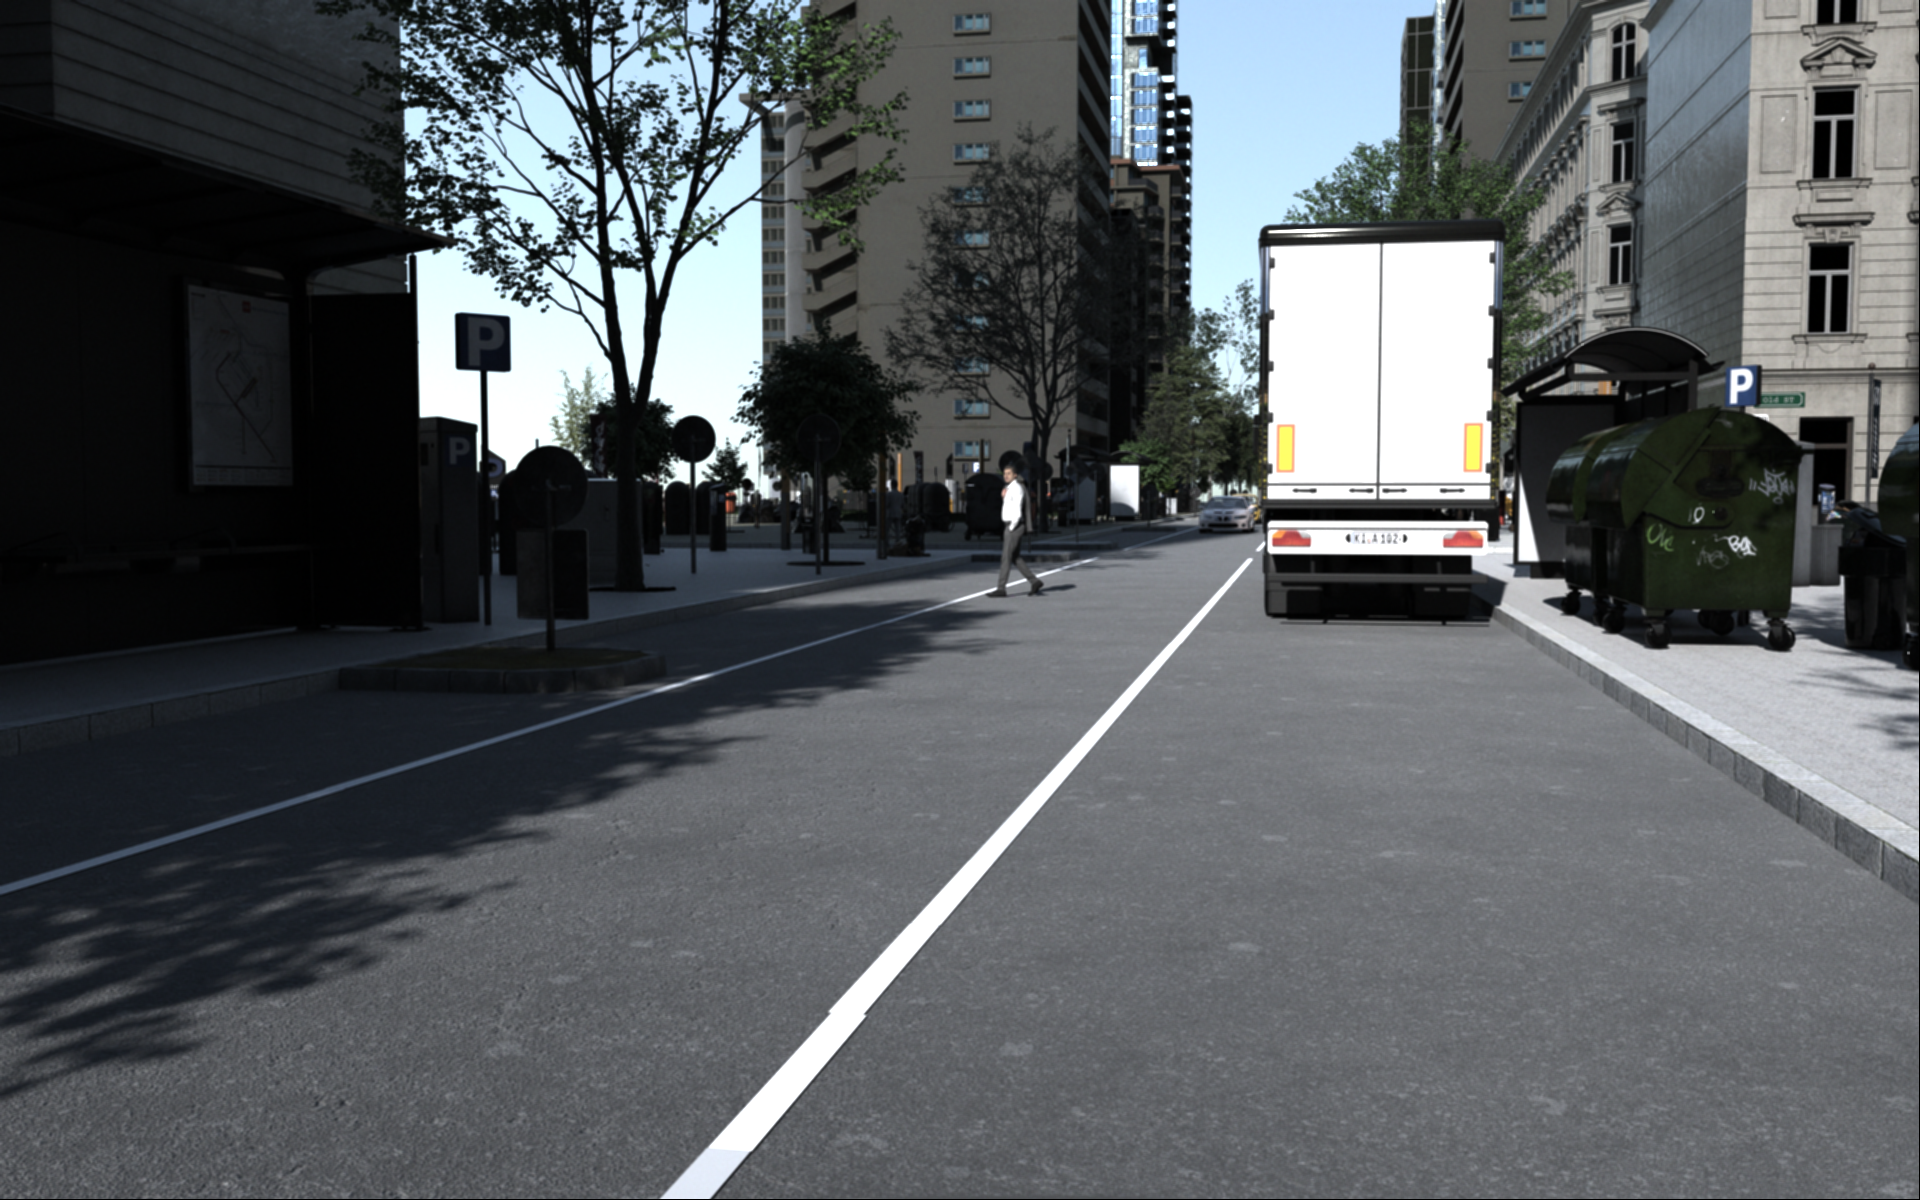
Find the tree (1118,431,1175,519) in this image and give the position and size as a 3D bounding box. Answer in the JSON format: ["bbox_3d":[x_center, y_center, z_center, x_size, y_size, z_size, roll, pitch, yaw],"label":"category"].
[{"bbox_3d":[9.665,-6.510,90.157,4.285,4.588,4.351,0,3,0],"label":"tree"}]

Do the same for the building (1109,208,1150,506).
[{"bbox_3d":[11.466,-24.669,175.032,14.160,30.474,14.107,1,4,11],"label":"building"}]

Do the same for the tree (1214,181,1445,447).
[{"bbox_3d":[24.154,-15.316,106.305,12.611,20.169,13.585,0,3,0],"label":"tree"}]

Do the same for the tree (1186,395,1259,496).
[{"bbox_3d":[29.841,-16.957,194.256,9.611,12.733,9.660,0,3,0],"label":"tree"}]

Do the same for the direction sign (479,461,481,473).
[{"bbox_3d":[-33.070,-7.822,119.881,0.379,3.537,0.876,0,4,7],"label":"direction sign"}]

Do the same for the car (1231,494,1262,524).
[{"bbox_3d":[13.587,-4.456,83.072,2.015,1.641,3.980,1,4,12],"label":"car"}]

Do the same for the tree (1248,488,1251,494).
[{"bbox_3d":[43.107,-18.818,258.041,4.360,8.622,3.978,0,3,0],"label":"tree"}]

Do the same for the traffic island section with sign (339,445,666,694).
[{"bbox_3d":[-3.391,-0.293,13.424,1.989,1.847,2.006,1,4,11],"label":"traffic island section with sign"}]

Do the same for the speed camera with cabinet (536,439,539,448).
[{"bbox_3d":[-14.432,-4.150,62.189,2.038,3.252,0.660,0,4,-2],"label":"speed camera with cabinet"}]

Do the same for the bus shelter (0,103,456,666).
[{"bbox_3d":[-6.095,-1.343,13.236,1.731,3.624,6.357,1,4,11],"label":"bus shelter"}]

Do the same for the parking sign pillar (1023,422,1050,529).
[{"bbox_3d":[2.625,-4.619,63.995,1.447,3.967,1.447,0,4,8],"label":"parking sign pillar"}]

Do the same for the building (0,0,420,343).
[{"bbox_3d":[-19.832,-11.003,29.053,18.267,20.994,9.793,1,4,11],"label":"building"}]

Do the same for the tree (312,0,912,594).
[{"bbox_3d":[-4.285,-5.930,22.707,9.928,11.665,9.643,0,3,0],"label":"tree"}]

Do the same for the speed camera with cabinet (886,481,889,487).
[{"bbox_3d":[-4.725,-7.723,120.600,0.660,3.252,2.038,1,4,18],"label":"speed camera with cabinet"}]

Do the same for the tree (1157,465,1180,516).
[{"bbox_3d":[11.995,-6.569,102.011,1.663,3.219,1.824,0,3,0],"label":"tree"}]

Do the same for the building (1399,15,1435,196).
[{"bbox_3d":[74.097,-50.173,258.578,20.563,71.187,20.611,1,4,11],"label":"building"}]

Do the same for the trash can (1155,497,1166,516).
[{"bbox_3d":[11.587,-5.403,99.986,0.748,1.137,0.748,0,3,0],"label":"trash can"}]

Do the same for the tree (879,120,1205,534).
[{"bbox_3d":[2.724,-8.942,56.569,12.009,13.543,11.850,0,3,0],"label":"tree"}]

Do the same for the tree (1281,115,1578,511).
[{"bbox_3d":[13.150,-7.533,48.927,9.928,11.665,9.643,0,3,0],"label":"tree"}]

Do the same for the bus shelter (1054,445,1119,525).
[{"bbox_3d":[5.390,-4.905,74.118,2.014,3.302,5.546,1,4,11],"label":"bus shelter"}]

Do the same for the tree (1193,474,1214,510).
[{"bbox_3d":[20.164,-9.144,144.104,1.663,3.219,1.824,0,3,0],"label":"tree"}]

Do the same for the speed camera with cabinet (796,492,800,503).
[{"bbox_3d":[-10.344,-7.537,117.559,0.660,3.252,2.038,2,4,26],"label":"speed camera with cabinet"}]

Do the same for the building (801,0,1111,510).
[{"bbox_3d":[-0.175,-31.211,134.000,21.300,48.544,21.600,1,4,11],"label":"building"}]

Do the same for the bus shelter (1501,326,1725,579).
[{"bbox_3d":[8.703,-1.820,23.674,2.014,3.302,5.546,1,4,11],"label":"bus shelter"}]

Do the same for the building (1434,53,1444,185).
[{"bbox_3d":[56.975,-33.330,164.555,23.786,49.044,30.456,1,4,11],"label":"building"}]

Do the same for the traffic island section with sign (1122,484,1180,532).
[{"bbox_3d":[7.340,-3.565,66.917,1.989,1.847,2.006,1,4,11],"label":"traffic island section with sign"}]

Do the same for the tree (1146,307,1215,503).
[{"bbox_3d":[22.969,-18.164,152.867,12.611,20.169,13.585,0,3,0],"label":"tree"}]

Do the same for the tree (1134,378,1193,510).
[{"bbox_3d":[12.818,-9.789,110.406,4.360,8.622,3.978,0,3,0],"label":"tree"}]

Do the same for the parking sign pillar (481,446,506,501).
[{"bbox_3d":[-25.359,-6.467,94.215,1.447,3.967,1.447,-1,4,-14],"label":"parking sign pillar"}]

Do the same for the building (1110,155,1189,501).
[{"bbox_3d":[18.179,-34.986,226.646,22.147,44.769,28.867,1,4,11],"label":"building"}]

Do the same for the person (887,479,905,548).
[{"bbox_3d":[-1.713,-2.125,43.444,0.606,1.804,0.583,-3,5,-40],"label":"person"}]

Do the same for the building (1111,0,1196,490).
[{"bbox_3d":[24.112,-57.614,254.665,22.319,86.520,31.000,1,4,11],"label":"building"}]

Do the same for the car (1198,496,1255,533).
[{"bbox_3d":[10.019,-3.211,64.857,2.083,1.381,4.827,1,4,13],"label":"car"}]

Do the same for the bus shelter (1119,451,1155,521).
[{"bbox_3d":[8.150,-5.481,83.530,2.014,3.302,5.546,1,4,11],"label":"bus shelter"}]

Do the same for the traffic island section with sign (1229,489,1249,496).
[{"bbox_3d":[22.738,-8.253,143.567,1.989,1.847,2.006,1,4,11],"label":"traffic island section with sign"}]

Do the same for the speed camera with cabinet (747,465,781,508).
[{"bbox_3d":[-11.143,-6.376,98.588,2.038,3.252,0.660,-1,4,-20],"label":"speed camera with cabinet"}]

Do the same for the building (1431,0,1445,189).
[{"bbox_3d":[68.345,-55.369,217.947,22.319,86.520,31.000,1,4,11],"label":"building"}]

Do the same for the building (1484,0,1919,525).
[{"bbox_3d":[38.810,-19.330,92.463,17.030,29.872,44.131,1,4,11],"label":"building"}]

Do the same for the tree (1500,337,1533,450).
[{"bbox_3d":[23.172,-7.690,76.095,4.737,8.622,4.395,0,3,0],"label":"tree"}]

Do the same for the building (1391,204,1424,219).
[{"bbox_3d":[67.291,-34.213,242.978,14.154,41.232,14.086,1,4,11],"label":"building"}]

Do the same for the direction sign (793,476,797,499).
[{"bbox_3d":[-9.743,-6.749,102.337,0.379,3.537,0.876,-1,4,-16],"label":"direction sign"}]

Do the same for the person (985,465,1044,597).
[{"bbox_3d":[0.752,-0.951,24.156,0.850,1.850,0.679,-1,4,-9],"label":"person"}]

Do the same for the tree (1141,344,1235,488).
[{"bbox_3d":[17.334,-13.045,131.418,7.486,12.596,7.792,0,3,0],"label":"tree"}]

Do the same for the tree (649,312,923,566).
[{"bbox_3d":[-2.516,-2.924,31.525,4.285,4.588,4.351,0,3,0],"label":"tree"}]

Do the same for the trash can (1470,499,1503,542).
[{"bbox_3d":[14.323,-2.161,46.992,0.748,1.137,0.748,0,3,0],"label":"trash can"}]

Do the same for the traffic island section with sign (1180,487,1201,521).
[{"bbox_3d":[12.891,-5.253,94.518,1.989,1.847,2.006,1,4,11],"label":"traffic island section with sign"}]

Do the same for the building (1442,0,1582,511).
[{"bbox_3d":[50.508,-31.539,139.368,21.300,48.544,21.600,1,4,11],"label":"building"}]

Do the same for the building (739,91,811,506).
[{"bbox_3d":[-1.132,-28.500,157.862,32.217,40.220,23.993,1,4,11],"label":"building"}]
